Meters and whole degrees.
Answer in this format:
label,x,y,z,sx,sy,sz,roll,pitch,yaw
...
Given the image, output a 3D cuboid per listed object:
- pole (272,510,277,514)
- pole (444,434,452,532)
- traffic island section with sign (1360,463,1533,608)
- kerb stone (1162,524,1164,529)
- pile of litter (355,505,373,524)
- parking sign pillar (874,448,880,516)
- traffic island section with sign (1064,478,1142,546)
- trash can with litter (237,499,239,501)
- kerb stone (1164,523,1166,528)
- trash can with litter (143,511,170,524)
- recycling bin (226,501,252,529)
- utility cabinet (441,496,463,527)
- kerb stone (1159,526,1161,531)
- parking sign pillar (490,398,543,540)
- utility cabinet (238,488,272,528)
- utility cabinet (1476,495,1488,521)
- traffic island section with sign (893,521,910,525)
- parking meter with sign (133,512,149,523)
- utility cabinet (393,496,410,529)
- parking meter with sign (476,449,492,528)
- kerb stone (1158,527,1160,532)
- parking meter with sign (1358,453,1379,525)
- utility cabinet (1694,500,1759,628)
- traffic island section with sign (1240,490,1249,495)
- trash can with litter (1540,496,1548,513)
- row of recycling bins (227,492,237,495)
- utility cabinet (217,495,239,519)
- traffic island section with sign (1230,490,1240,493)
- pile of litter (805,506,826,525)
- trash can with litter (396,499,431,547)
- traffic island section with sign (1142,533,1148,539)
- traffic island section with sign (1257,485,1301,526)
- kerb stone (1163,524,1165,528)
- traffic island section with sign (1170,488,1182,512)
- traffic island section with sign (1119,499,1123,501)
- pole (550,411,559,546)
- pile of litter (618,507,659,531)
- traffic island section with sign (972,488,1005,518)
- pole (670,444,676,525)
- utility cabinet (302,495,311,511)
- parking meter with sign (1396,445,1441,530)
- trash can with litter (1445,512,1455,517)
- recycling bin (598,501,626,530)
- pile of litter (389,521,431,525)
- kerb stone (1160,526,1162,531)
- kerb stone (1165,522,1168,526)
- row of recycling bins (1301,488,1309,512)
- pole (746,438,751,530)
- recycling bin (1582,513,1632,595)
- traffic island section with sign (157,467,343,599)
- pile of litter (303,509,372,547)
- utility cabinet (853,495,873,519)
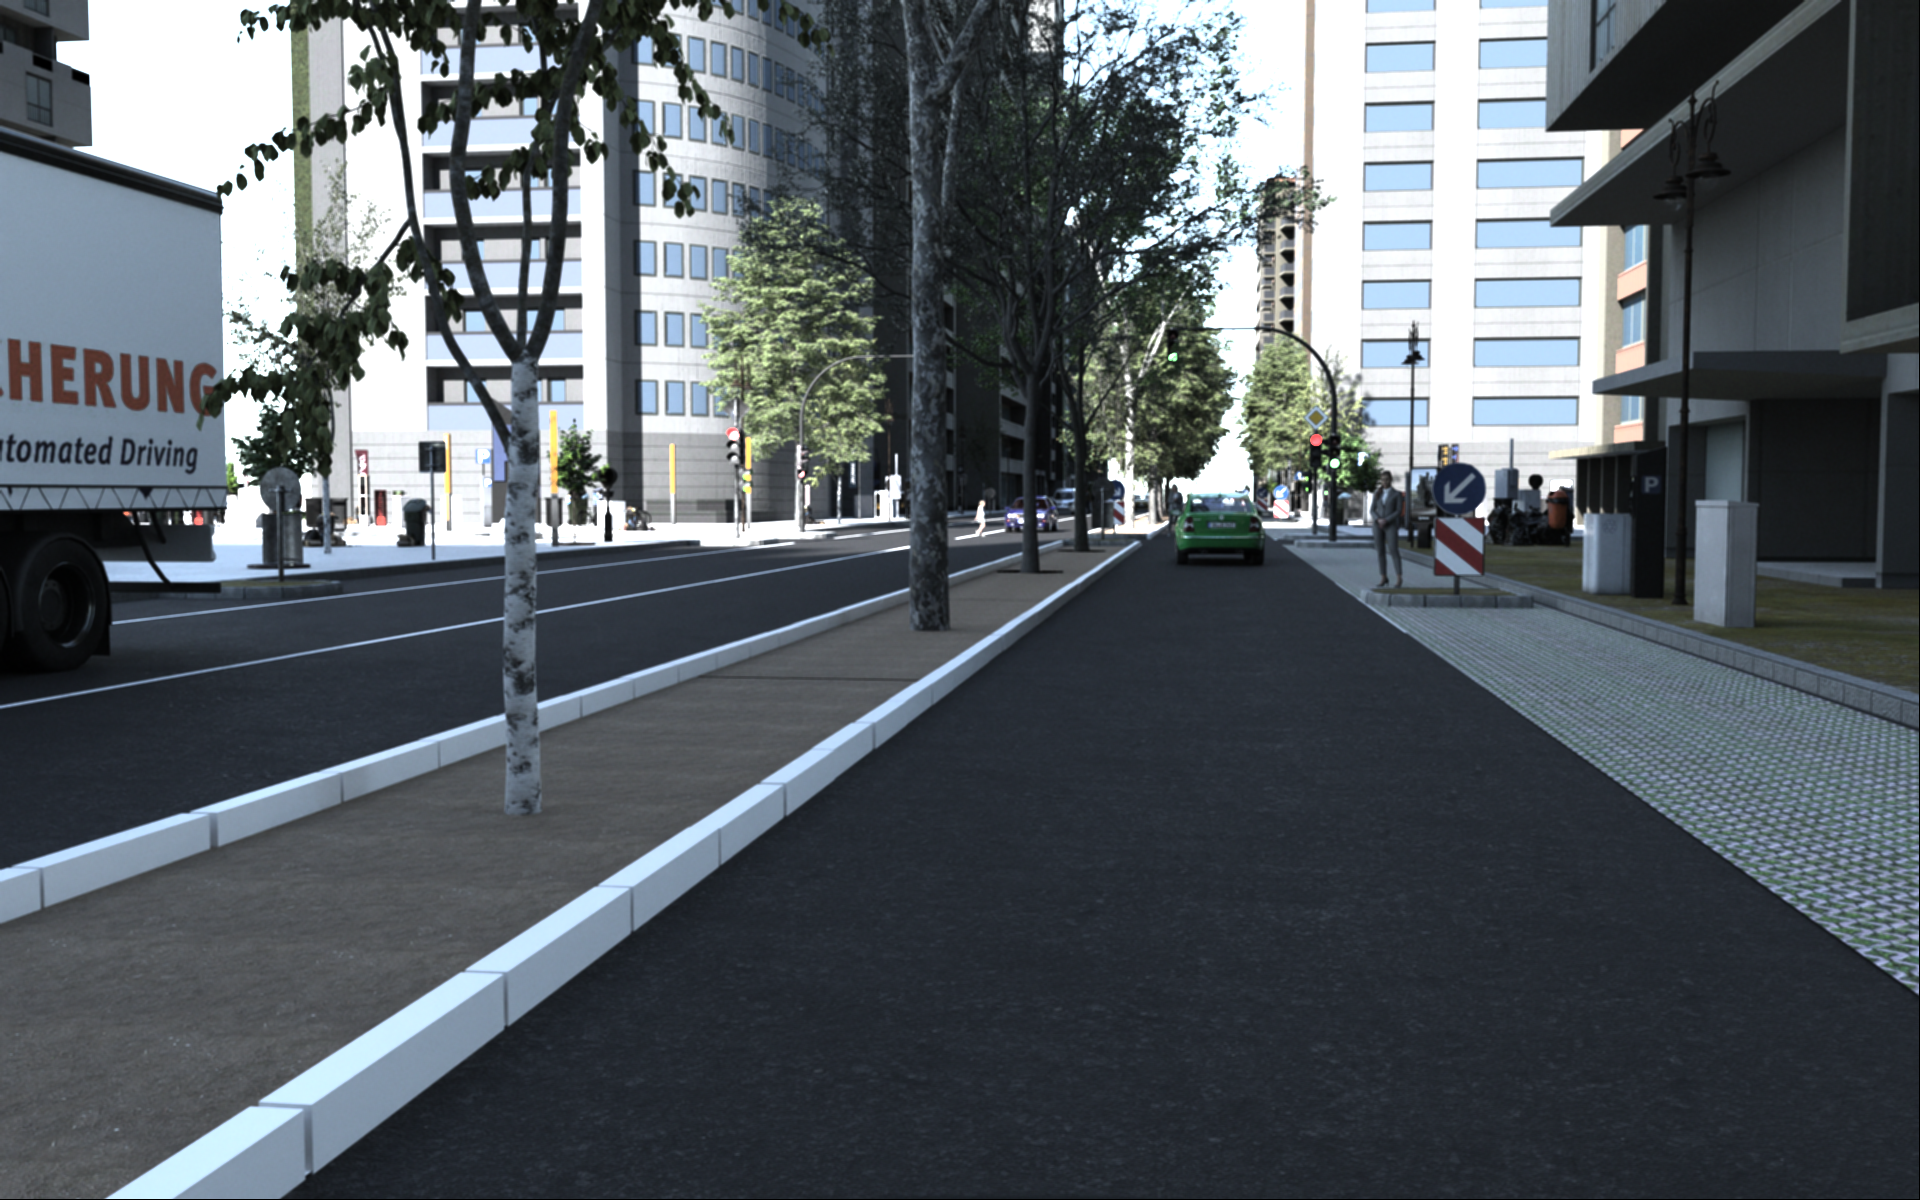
label,x,y,z,sx,sy,sz,roll,pitch,yaw
pole,-26.287,-4.434,66.340,0.158,3.312,0.155,0,3,0
pole,-17.393,-3.977,58.865,0.158,3.312,0.155,0,3,0
traffic island section with sign,6.294,-0.856,22.624,1.989,1.847,2.006,1,4,8
kerb stone,7.791,-2.773,67.554,0.120,0.150,1.000,1,4,8
pile of litter,-25.454,-3.606,72.917,1.176,0.858,1.719,3,4,39
parking sign pillar,-4.970,-6.919,101.601,1.447,3.967,1.447,-1,4,-10
traffic island section with sign,3.934,-2.450,48.190,2.006,1.907,1.989,1,4,8
trash can with litter,-36.111,-4.612,86.791,0.624,1.170,1.055,1,4,21
kerb stone,8.237,-2.961,70.607,0.120,0.150,1.000,1,4,8
trash can with litter,-21.572,-2.164,46.762,0.624,1.170,1.055,0,4,-3
recycling bin,-26.620,-3.144,63.951,0.722,1.027,0.722,-3,5,-40
utility cabinet,-19.932,-3.472,67.922,1.020,1.237,0.306,3,5,39
kerb stone,7.204,-2.526,63.494,0.120,0.150,1.000,1,4,8
parking sign pillar,-12.472,-3.680,48.642,1.447,3.967,1.447,0,4,-7
utility cabinet,-26.570,-3.464,65.310,1.173,1.500,0.318,0,4,7
utility cabinet,25.215,-4.438,83.729,0.306,1.237,1.020,2,4,31
traffic island section with sign,-1.975,-4.366,80.010,1.989,1.847,2.006,1,4,8
parking meter with sign,-35.968,-4.929,76.845,0.543,3.016,1.738,1,4,16
utility cabinet,-20.904,-3.286,64.893,0.306,1.237,1.020,0,4,2
parking meter with sign,-18.228,-4.305,66.652,0.543,3.016,1.738,-1,4,-22
kerb stone,7.059,-2.464,62.483,0.120,0.150,1.000,1,4,8
parking meter with sign,17.452,-4.719,73.412,0.543,3.016,1.738,3,4,37
utility cabinet,7.560,-0.363,17.098,0.306,1.237,1.020,0,4,7
traffic island section with sign,17.997,-5.823,103.829,1.989,1.847,2.006,1,4,8
trash can with litter,26.909,-4.274,80.937,2.233,1.210,1.678,3,4,38
row of recycling bins,-47.526,-6.570,114.528,1.069,1.692,3.534,2,4,28
utility cabinet,-37.214,-4.703,88.056,1.020,1.237,0.306,0,4,5
traffic island section with sign,25.144,-8.855,153.401,1.989,1.847,2.006,1,4,8
pile of litter,-6.238,-3.594,72.720,1.176,0.858,1.719,-1,4,-17
trash can with litter,-13.397,-1.901,42.462,0.624,1.170,1.055,0,4,5
traffic island section with sign,5.000,-2.898,55.521,2.006,1.907,1.989,1,4,8
traffic island section with sign,14.160,-4.191,77.147,1.989,1.847,2.006,1,4,8
kerb stone,7.949,-2.836,68.567,0.120,0.150,1.000,1,4,8
traffic island section with sign,15.709,-7.447,129.895,2.006,1.907,1.989,1,4,8
traffic island section with sign,24.645,-15.664,264.733,1.989,1.847,2.006,1,4,8
pole,-9.933,-2.971,42.416,0.158,3.312,0.155,0,3,0
pile of litter,-11.262,-2.813,59.961,1.719,0.858,1.176,2,4,31
traffic island section with sign,1.868,-5.998,106.691,1.989,1.847,2.006,1,4,8
pole,-11.797,-4.733,71.228,0.158,3.312,0.155,0,3,0
utility cabinet,-34.188,-4.910,91.446,1.020,1.237,0.306,1,4,18
parking meter with sign,16.197,-4.002,61.689,1.738,3.016,0.543,1,4,12
trash can with litter,17.164,-2.997,60.382,0.624,1.170,1.055,2,4,31
recycling bin,-12.429,-3.014,61.832,0.722,1.027,0.722,3,4,37
pile of litter,-23.089,-3.579,72.484,1.719,0.858,1.176,0,4,-5
kerb stone,7.358,-2.588,64.511,0.120,0.150,1.000,1,4,8
kerb stone,8.532,-3.085,72.629,0.120,0.150,1.000,1,4,8
row of recycling bins,24.900,-7.236,125.413,1.069,1.692,3.534,1,4,9
pole,-7.641,-4.205,62.598,0.158,3.312,0.155,0,3,0
recycling bin,8.459,-0.595,22.285,0.722,1.027,0.722,0,4,8
traffic island section with sign,-9.956,-0.980,24.645,1.989,1.847,2.006,1,4,8
pile of litter,-15.573,-1.739,42.395,1.719,0.858,1.176,1,4,15
utility cabinet,-5.082,-4.883,91.006,1.020,1.237,0.306,-1,4,-19
